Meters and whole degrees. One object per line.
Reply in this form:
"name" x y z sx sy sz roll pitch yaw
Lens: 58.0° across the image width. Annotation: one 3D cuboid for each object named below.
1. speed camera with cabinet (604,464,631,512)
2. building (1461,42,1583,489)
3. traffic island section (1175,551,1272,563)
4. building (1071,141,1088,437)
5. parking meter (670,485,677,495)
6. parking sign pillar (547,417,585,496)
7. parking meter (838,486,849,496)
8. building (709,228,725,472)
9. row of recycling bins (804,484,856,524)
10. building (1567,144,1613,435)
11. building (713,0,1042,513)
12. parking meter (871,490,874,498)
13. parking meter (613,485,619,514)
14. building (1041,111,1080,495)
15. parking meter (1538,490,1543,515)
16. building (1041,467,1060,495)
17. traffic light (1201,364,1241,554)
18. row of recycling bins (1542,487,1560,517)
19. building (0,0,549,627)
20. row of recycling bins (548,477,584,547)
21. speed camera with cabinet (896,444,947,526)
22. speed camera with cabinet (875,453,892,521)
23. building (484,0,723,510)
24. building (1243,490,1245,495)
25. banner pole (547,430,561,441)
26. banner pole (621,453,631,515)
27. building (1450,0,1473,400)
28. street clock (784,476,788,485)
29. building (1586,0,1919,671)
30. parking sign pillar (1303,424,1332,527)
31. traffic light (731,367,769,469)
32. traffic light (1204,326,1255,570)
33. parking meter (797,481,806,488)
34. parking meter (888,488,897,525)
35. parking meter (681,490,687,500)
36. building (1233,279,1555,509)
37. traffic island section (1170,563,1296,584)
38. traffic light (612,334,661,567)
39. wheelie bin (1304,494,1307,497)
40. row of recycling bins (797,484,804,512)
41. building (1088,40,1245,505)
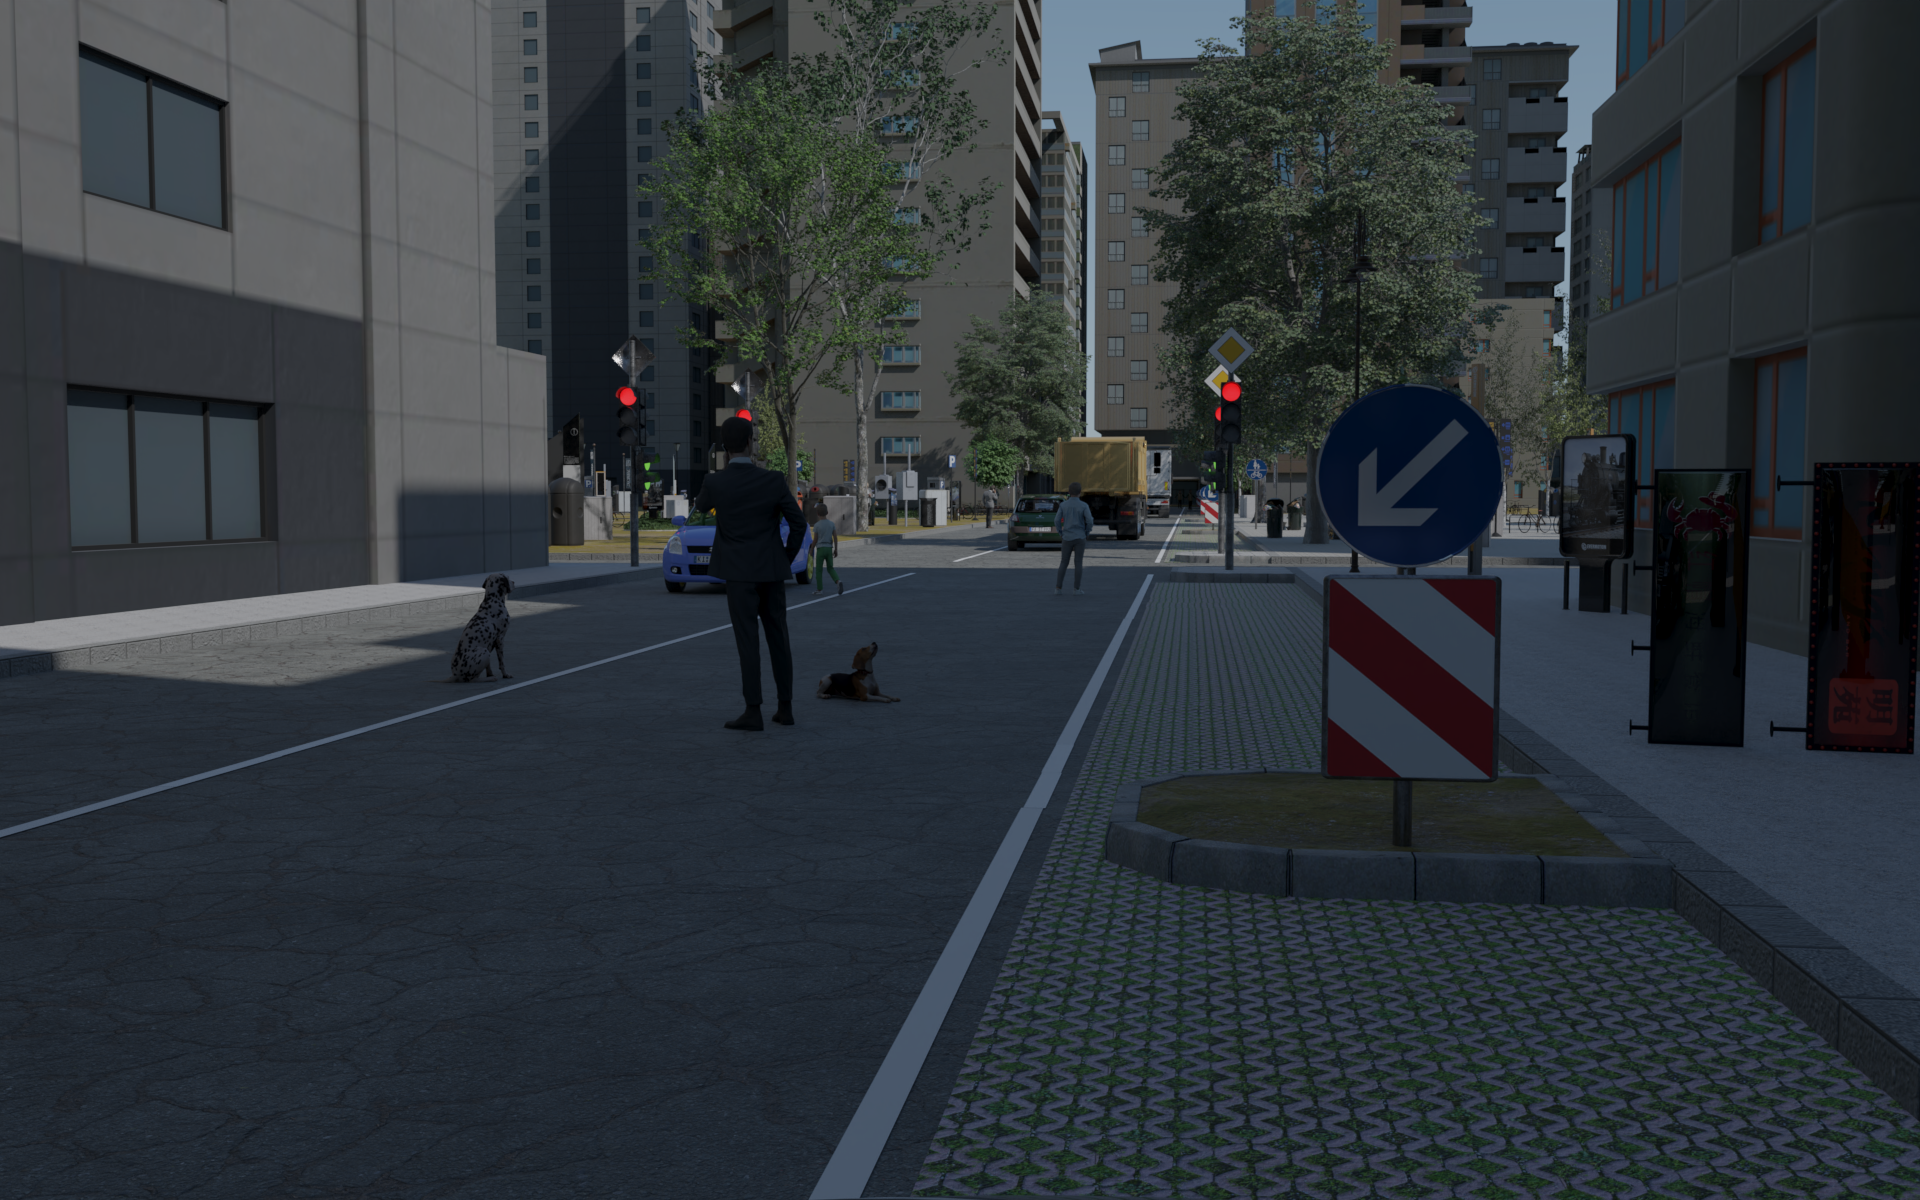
"speed camera with cabinet" -22.870 -7.383 115.045 2.038 3.252 0.660 0 4 -4
"building" 57.551 -37.652 204.843 27.495 52.752 28.713 0 4 8
"traffic island section" 5.630 -0.912 37.197 2.009 0.180 2.903 0 4 8
"building" 7.738 -31.872 204.703 14.086 41.232 14.154 0 4 8
"parking meter" -18.916 -6.646 114.369 0.399 1.863 0.255 -1 4 -23
"parking sign pillar" -13.876 -4.428 60.872 1.447 3.967 1.447 -1 4 -15
"parking meter" -3.892 -3.031 57.968 0.372 1.533 0.369 0 3 0
"building" -18.128 -25.264 184.771 14.107 30.474 14.160 0 4 8
"row of recycling bins" -5.622 -4.425 79.466 1.069 1.692 3.534 2 4 29
"building" 77.191 -31.292 195.213 14.086 41.232 14.154 0 4 8
"building" -5.647 -30.650 124.835 21.300 48.544 21.600 0 4 8
"parking meter" -5.440 -5.985 106.267 0.372 1.533 0.369 0 3 0
"parking meter" -22.254 -6.501 111.995 0.255 1.863 0.399 1 4 21
"building" -0.359 -29.464 173.615 23.993 40.220 32.217 0 4 8
"parking meter" 35.718 -5.994 106.409 0.372 1.533 0.369 0 3 0
"building" -2.039 -43.246 145.329 20.563 71.187 20.611 0 4 8
"traffic light" 5.592 -2.946 37.088 0.839 4.253 0.868 0 4 8
"row of recycling bins" 34.300 -5.575 98.267 1.069 1.692 3.534 -1 4 -16
"building" -18.899 -35.581 20.006 20.611 71.187 20.563 0 4 8
"row of recycling bins" -10.801 -2.144 42.167 3.534 1.692 1.069 -3 5 -40
"speed camera with cabinet" -1.537 -4.574 69.123 2.038 3.252 0.660 -2 4 -33
"speed camera with cabinet" -4.340 -5.460 83.599 2.038 3.252 0.660 1 4 17
"building" -35.745 -45.535 182.747 20.611 71.187 20.563 0 4 8
"building" 31.319 -23.041 148.417 14.160 30.474 14.107 0 4 8
"banner pole" -15.891 -4.764 67.913 0.863 3.779 0.401 0 4 7
"banner pole" -20.441 -7.108 106.230 0.863 3.779 0.401 2 4 33
"building" 26.719 -28.699 119.340 14.600 45.320 14.200 0 4 8
"street clock" -6.951 -3.931 68.843 0.358 2.002 0.471 1 4 14
"building" 19.487 -9.763 4.661 27.650 21.520 28.899 0 4 8
"parking sign pillar" 14.049 -4.808 67.086 1.447 3.967 1.447 -2 4 -25
"traffic light" -4.681 -3.029 38.439 0.839 4.253 0.868 0 4 8
"traffic light" 4.535 -2.462 29.173 0.839 4.253 0.868 0 4 8
"parking meter" -6.850 -4.233 74.913 0.399 1.863 0.255 -2 4 -31
"parking meter" -2.787 -3.876 71.789 0.372 1.533 0.369 0 3 0
"parking meter" -17.165 -6.068 107.621 0.372 1.533 0.369 0 3 0
"building" 40.574 -19.821 169.111 27.650 21.520 28.899 0 4 8
"traffic island section" 4.573 -0.428 29.282 2.009 0.180 2.903 0 4 8
"traffic light" -5.738 -2.545 30.524 0.839 4.253 0.868 0 4 8
"wheelie bin" 20.202 -5.589 99.290 0.980 1.594 0.693 1 4 12
"row of recycling bins" -7.165 -4.683 83.675 1.069 1.692 3.534 3 5 43
"building" 30.001 -37.928 209.360 27.495 52.752 28.713 0 4 8
